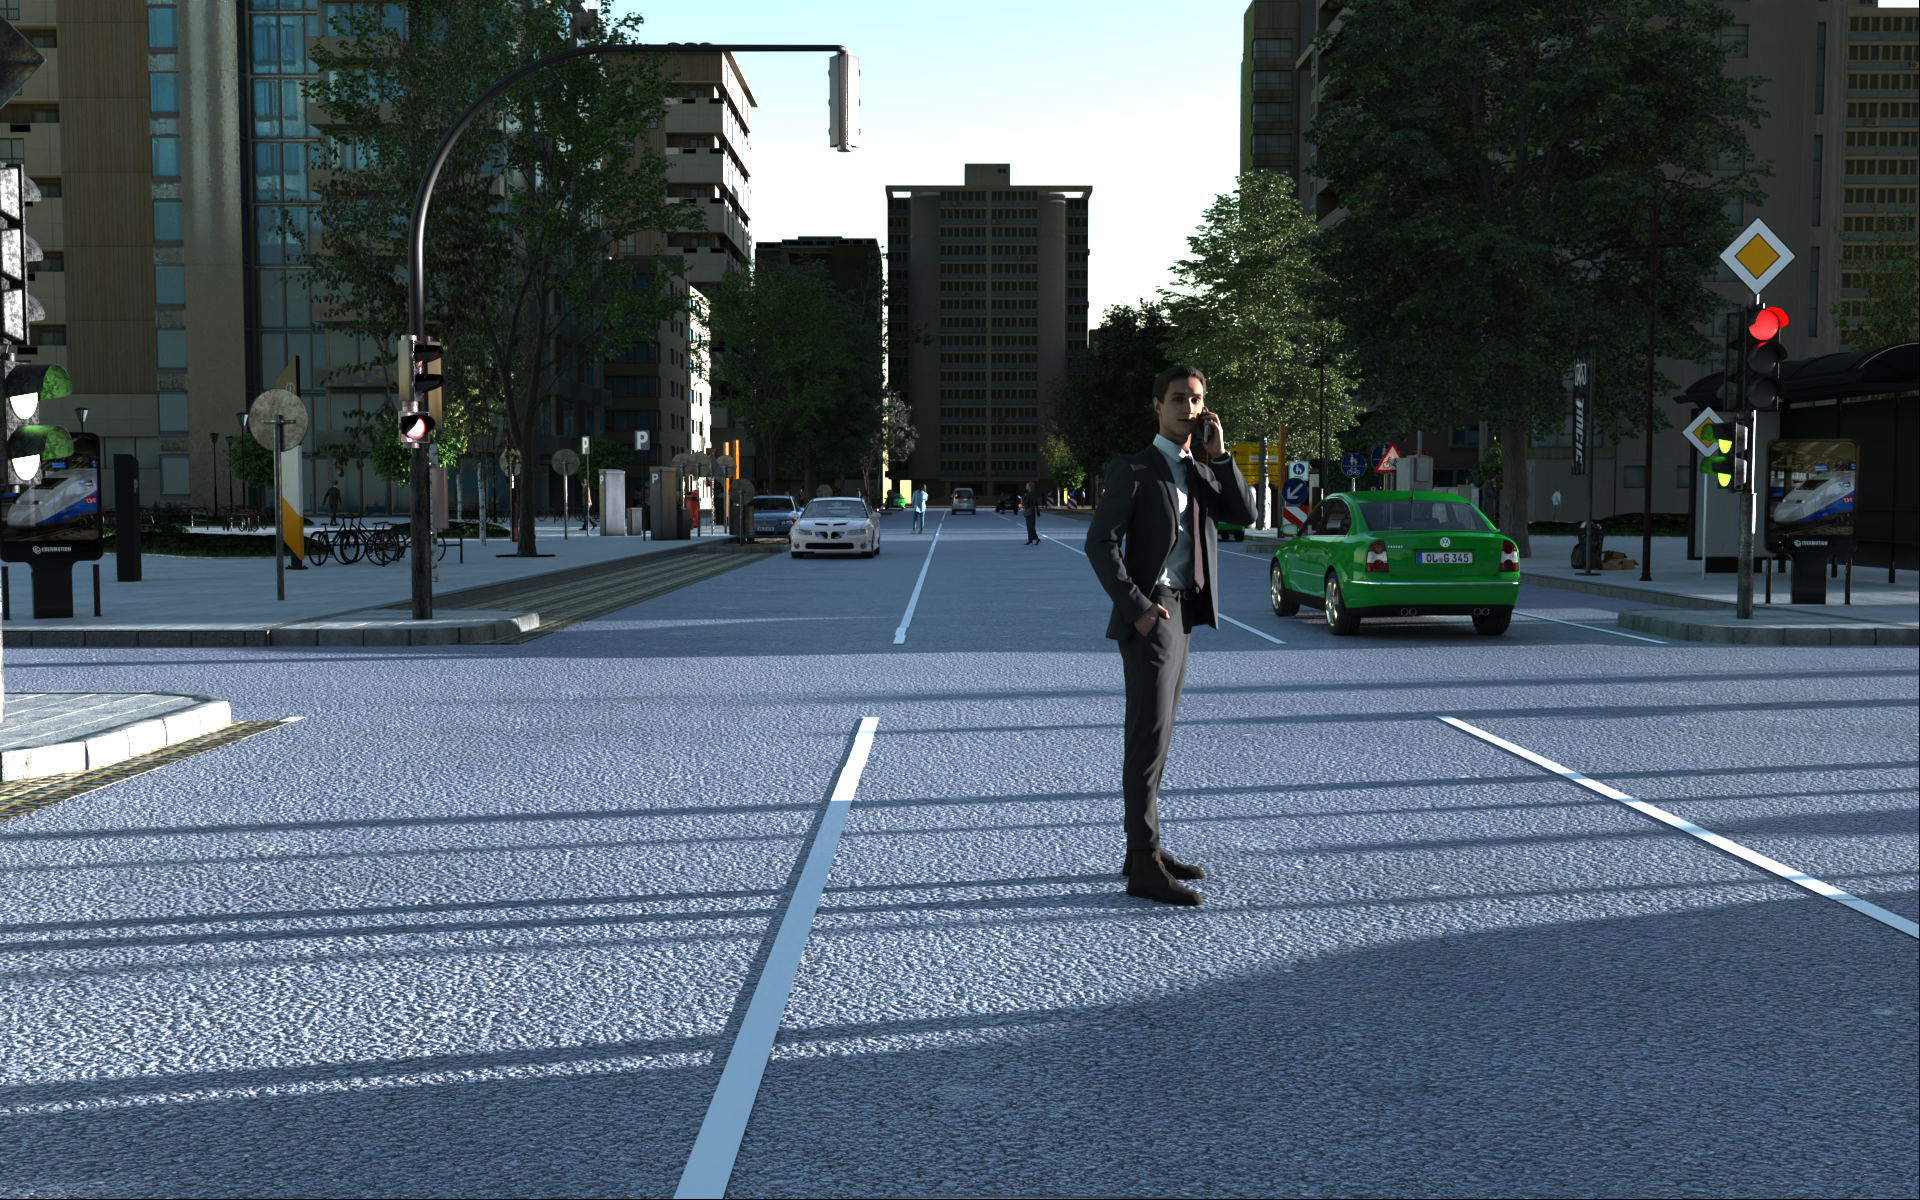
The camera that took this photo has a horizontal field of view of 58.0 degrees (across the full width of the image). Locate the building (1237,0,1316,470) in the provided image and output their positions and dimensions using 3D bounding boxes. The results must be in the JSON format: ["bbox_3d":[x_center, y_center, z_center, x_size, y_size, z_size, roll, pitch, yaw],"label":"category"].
[{"bbox_3d":[30.577,-28.333,146.846,14.154,41.232,14.086,0,4,0],"label":"building"}]

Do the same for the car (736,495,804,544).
[{"bbox_3d":[-5.569,-2.396,51.177,2.014,1.417,4.499,0,4,-1],"label":"car"}]

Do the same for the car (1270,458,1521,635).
[{"bbox_3d":[4.616,-0.621,18.945,1.959,1.807,4.718,0,4,-2],"label":"car"}]

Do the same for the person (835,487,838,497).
[{"bbox_3d":[-9.845,-8.037,137.470,0.705,1.821,1.348,0,4,0],"label":"person"}]

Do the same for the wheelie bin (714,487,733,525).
[{"bbox_3d":[-9.862,-3.936,72.267,0.693,1.594,0.980,-2,4,-32],"label":"wheelie bin"}]

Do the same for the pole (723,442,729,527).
[{"bbox_3d":[-9.184,-4.540,68.071,0.158,3.312,0.155,0,3,0],"label":"pole"}]

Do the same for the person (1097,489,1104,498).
[{"bbox_3d":[13.801,-9.803,167.055,1.217,1.736,0.721,1,4,21],"label":"person"}]

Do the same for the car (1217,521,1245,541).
[{"bbox_3d":[7.699,-2.748,53.728,1.959,1.807,4.718,0,4,0],"label":"car"}]

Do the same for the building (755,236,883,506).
[{"bbox_3d":[-15.921,-26.009,196.940,14.107,30.474,14.160,0,4,0],"label":"building"}]

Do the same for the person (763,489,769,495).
[{"bbox_3d":[-17.386,-9.142,156.234,1.217,1.735,0.721,1,4,19],"label":"person"}]

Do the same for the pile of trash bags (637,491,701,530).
[{"bbox_3d":[-10.064,-3.116,60.700,1.912,1.369,3.447,-3,5,-40],"label":"pile of trash bags"}]

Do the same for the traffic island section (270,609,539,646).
[{"bbox_3d":[-5.537,0.275,17.783,2.009,0.180,2.903,0,4,0],"label":"traffic island section"}]

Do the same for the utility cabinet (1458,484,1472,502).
[{"bbox_3d":[11.754,-1.937,40.351,0.318,1.500,1.173,1,4,15],"label":"utility cabinet"}]

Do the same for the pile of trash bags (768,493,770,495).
[{"bbox_3d":[-9.964,-4.883,89.592,1.912,1.369,3.447,0,4,2],"label":"pile of trash bags"}]

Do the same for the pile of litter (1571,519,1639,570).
[{"bbox_3d":[11.133,-0.971,29.849,1.176,0.858,1.719,3,5,45],"label":"pile of litter"}]

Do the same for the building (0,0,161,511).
[{"bbox_3d":[-64.948,-33.712,140.430,27.495,52.752,28.713,0,4,0],"label":"building"}]

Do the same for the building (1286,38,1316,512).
[{"bbox_3d":[39.168,-26.647,127.556,32.217,40.220,23.993,0,4,0],"label":"building"}]

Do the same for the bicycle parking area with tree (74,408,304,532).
[{"bbox_3d":[-27.296,-4.435,59.517,8.231,4.147,9.016,-2,4,-27],"label":"bicycle parking area with tree"}]

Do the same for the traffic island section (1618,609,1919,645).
[{"bbox_3d":[8.104,0.271,17.842,2.009,0.180,2.903,0,4,0],"label":"traffic island section"}]

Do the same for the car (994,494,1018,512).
[{"bbox_3d":[3.690,-7.771,136.847,2.009,1.686,4.222,0,4,-1],"label":"car"}]

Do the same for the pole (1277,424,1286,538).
[{"bbox_3d":[9.331,-3.450,50.249,0.158,3.312,0.155,0,3,0],"label":"pole"}]

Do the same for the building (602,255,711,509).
[{"bbox_3d":[-36.751,-18.130,141.462,28.899,21.520,27.650,0,4,0],"label":"building"}]

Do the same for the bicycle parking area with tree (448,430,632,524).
[{"bbox_3d":[-18.878,-5.594,78.464,8.231,4.147,9.016,-3,4,-38],"label":"bicycle parking area with tree"}]

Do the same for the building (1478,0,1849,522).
[{"bbox_3d":[33.488,-24.583,85.531,14.154,41.232,14.086,0,4,0],"label":"building"}]

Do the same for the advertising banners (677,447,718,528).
[{"bbox_3d":[-10.045,-4.233,65.393,2.074,3.025,0.090,1,4,20],"label":"advertising banners"}]

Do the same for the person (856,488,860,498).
[{"bbox_3d":[-9.401,-9.383,159.538,0.705,1.814,1.350,-1,4,-17],"label":"person"}]

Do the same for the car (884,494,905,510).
[{"bbox_3d":[-6.044,-9.292,160.712,1.959,1.807,4.718,0,3,0],"label":"car"}]

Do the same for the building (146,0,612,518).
[{"bbox_3d":[-34.435,-29.823,107.216,23.786,49.044,30.456,0,4,0],"label":"building"}]

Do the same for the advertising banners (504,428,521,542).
[{"bbox_3d":[-11.968,-3.081,46.566,0.090,3.025,2.074,0,4,1],"label":"advertising banners"}]

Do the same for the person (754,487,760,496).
[{"bbox_3d":[-16.050,-7.946,135.977,0.705,1.823,1.348,3,5,45],"label":"person"}]

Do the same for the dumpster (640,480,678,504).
[{"bbox_3d":[-11.944,-3.851,68.729,1.264,1.857,1.865,0,4,0],"label":"dumpster"}]

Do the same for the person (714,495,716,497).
[{"bbox_3d":[-22.227,-9.404,160.627,1.217,1.723,0.721,0,4,-1],"label":"person"}]

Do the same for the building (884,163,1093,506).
[{"bbox_3d":[3.180,-31.458,206.226,23.993,40.220,32.217,0,4,0],"label":"building"}]

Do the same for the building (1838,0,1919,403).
[{"bbox_3d":[68.287,-27.361,139.240,23.993,40.220,32.217,0,4,0],"label":"building"}]

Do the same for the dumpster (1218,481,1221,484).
[{"bbox_3d":[10.906,-3.937,70.136,1.264,1.857,1.865,0,3,0],"label":"dumpster"}]

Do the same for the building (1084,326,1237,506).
[{"bbox_3d":[29.639,-21.963,204.141,28.899,21.520,27.650,0,4,0],"label":"building"}]

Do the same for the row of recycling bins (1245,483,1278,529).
[{"bbox_3d":[10.921,-3.542,65.029,3.534,1.692,1.069,-3,5,-45],"label":"row of recycling bins"}]

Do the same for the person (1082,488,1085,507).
[{"bbox_3d":[11.914,-9.850,167.073,0.705,1.826,1.348,1,4,8],"label":"person"}]

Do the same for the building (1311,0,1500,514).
[{"bbox_3d":[34.217,-29.407,104.510,21.300,48.544,21.600,0,4,0],"label":"building"}]

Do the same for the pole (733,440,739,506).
[{"bbox_3d":[-8.463,-4.378,65.429,0.158,3.312,0.155,0,3,0],"label":"pole"}]

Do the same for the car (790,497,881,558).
[{"bbox_3d":[-2.849,-1.705,40.244,2.083,1.381,4.827,0,4,0],"label":"car"}]

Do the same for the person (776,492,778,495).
[{"bbox_3d":[-12.894,-6.987,120.277,1.348,1.824,0.705,3,5,44],"label":"person"}]

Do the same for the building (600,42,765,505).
[{"bbox_3d":[-36.759,-37.607,204.117,27.495,52.752,28.713,0,4,0],"label":"building"}]

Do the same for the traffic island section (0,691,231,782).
[{"bbox_3d":[-5.500,0.763,9.798,2.009,0.180,2.903,0,4,0],"label":"traffic island section"}]

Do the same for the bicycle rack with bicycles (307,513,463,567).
[{"bbox_3d":[-10.629,-1.118,31.669,2.852,0.926,2.925,2,4,34],"label":"bicycle rack with bicycles"}]

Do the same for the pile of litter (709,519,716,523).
[{"bbox_3d":[-10.238,-3.780,75.774,1.176,0.858,1.719,-3,5,-41],"label":"pile of litter"}]
